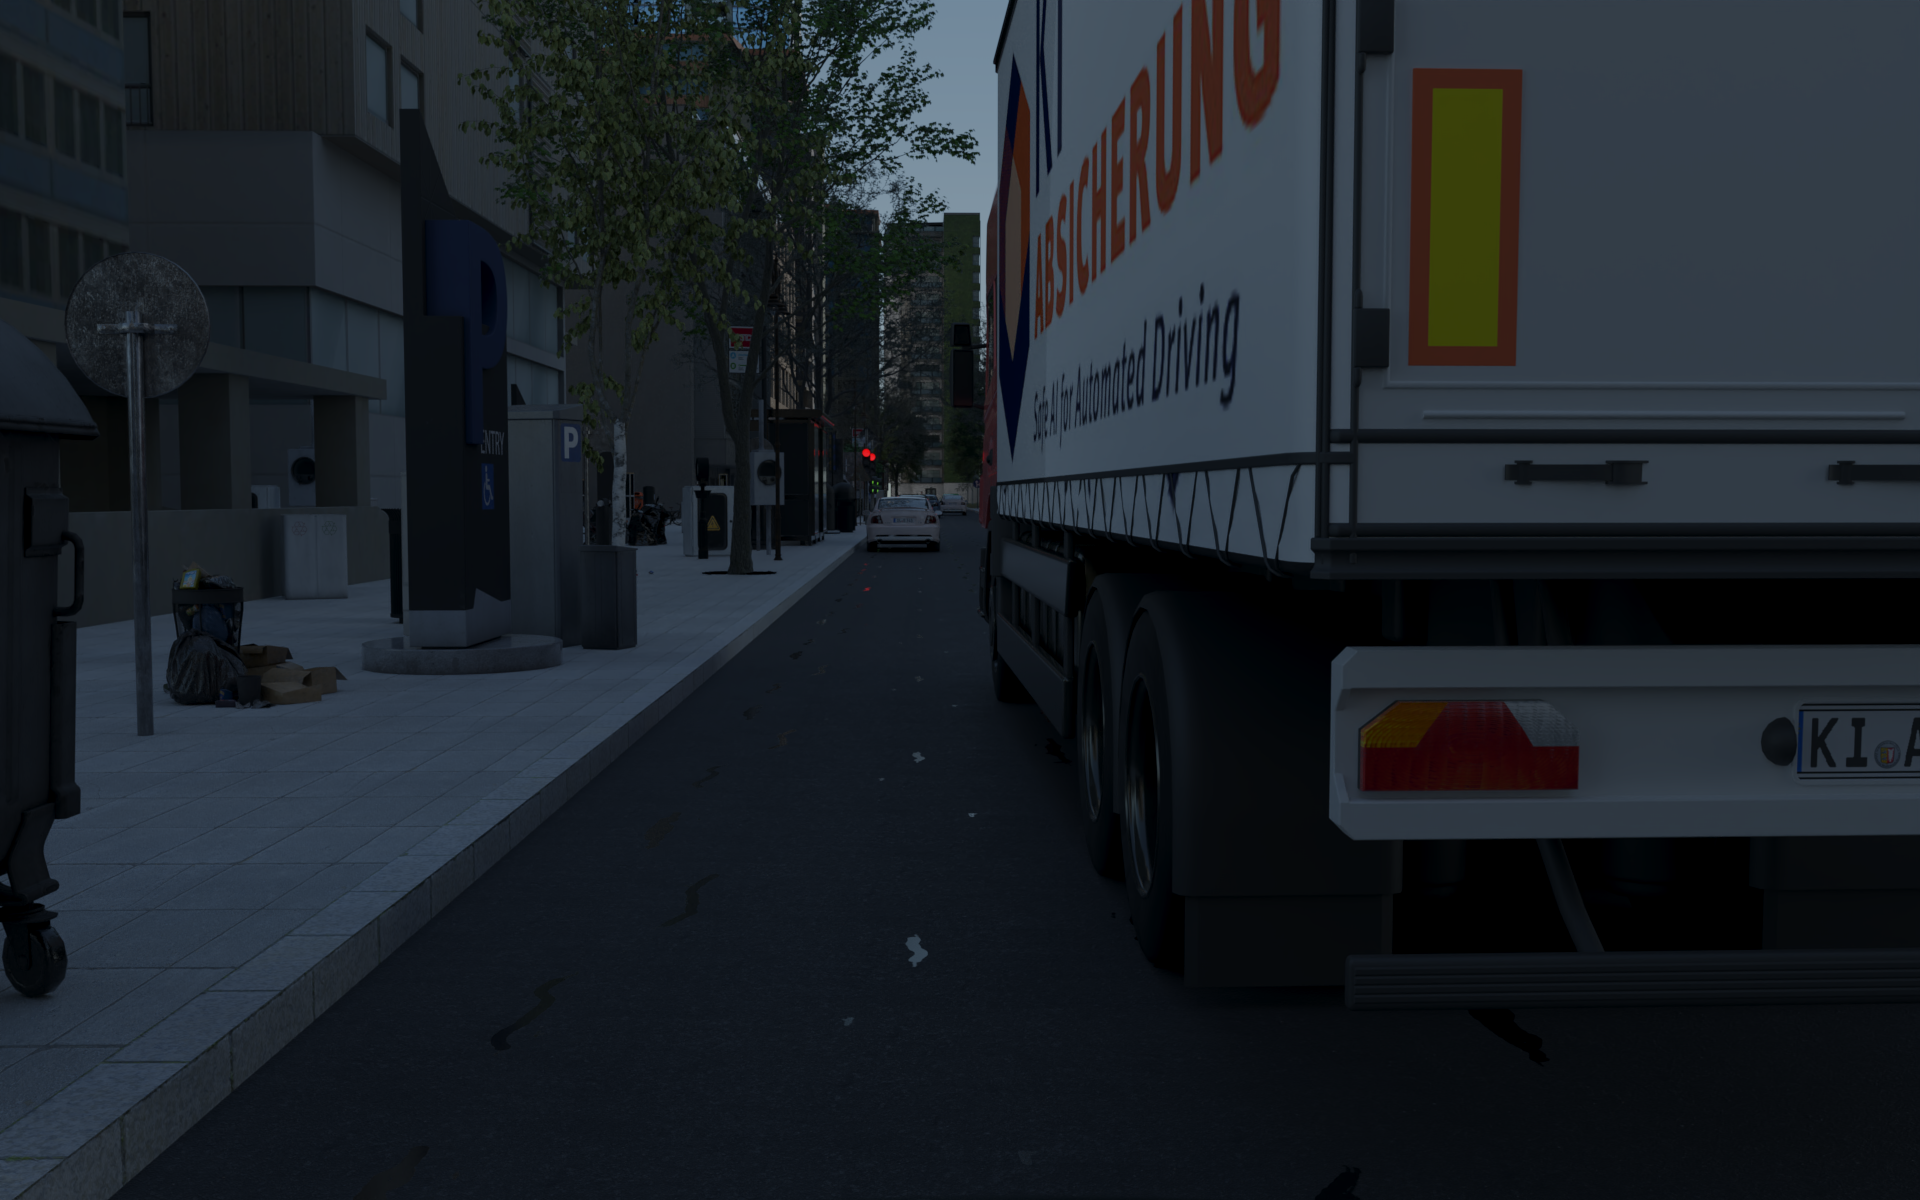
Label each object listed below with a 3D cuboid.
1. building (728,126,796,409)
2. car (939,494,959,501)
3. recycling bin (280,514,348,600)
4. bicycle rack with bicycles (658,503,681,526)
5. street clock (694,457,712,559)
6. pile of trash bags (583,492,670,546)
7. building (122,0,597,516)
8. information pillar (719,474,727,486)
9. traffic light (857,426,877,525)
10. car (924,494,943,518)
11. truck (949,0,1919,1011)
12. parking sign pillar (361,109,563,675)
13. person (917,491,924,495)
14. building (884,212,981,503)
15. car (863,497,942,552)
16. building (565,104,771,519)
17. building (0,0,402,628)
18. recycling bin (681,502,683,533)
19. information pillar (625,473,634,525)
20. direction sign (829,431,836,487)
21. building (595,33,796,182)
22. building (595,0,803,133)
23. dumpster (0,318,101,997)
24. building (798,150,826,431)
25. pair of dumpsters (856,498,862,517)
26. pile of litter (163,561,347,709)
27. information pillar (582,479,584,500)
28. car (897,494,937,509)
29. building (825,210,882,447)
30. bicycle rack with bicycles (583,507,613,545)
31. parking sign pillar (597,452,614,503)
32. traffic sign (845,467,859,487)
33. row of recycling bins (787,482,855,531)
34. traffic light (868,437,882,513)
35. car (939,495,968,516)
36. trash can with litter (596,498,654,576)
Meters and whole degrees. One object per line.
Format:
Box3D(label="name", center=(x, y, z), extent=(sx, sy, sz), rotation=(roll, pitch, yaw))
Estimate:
Box3D(label="building", center=(-23.588, -20.152, 133.999), extent=(19.350, 26.468, 34.151), rotation=(0, 4, -1))
Box3D(label="car", center=(-0.715, -7.944, 138.683), extent=(1.959, 1.807, 4.718), rotation=(0, 4, 0))
Box3D(label="recycling bin", center=(-7.984, -0.541, 21.396), extent=(0.722, 1.027, 0.722), rotation=(-2, 4, -25))
Box3D(label="bicycle rack with bicycles", center=(-11.378, -3.496, 70.536), extent=(2.925, 0.926, 2.852), rotation=(1, 4, 21))
Box3D(label="street clock", center=(-5.076, -1.811, 34.184), extent=(0.358, 2.002, 0.471), rotation=(-1, 4, -14))
Box3D(label="pile of trash bags", center=(-7.786, -2.066, 43.528), extent=(3.447, 1.369, 1.912), rotation=(1, 4, 20))
Box3D(label="building", center=(-25.714, -28.039, 47.674), extent=(27.495, 52.752, 28.713), rotation=(0, 4, -1))
Box3D(label="information pillar", center=(-8.661, -3.602, 63.384), extent=(0.304, 2.012, 0.304), rotation=(0, 4, -6))
Box3D(label="traffic light", center=(-3.850, -5.066, 71.750), extent=(0.839, 4.253, 0.868), rotation=(0, 4, -1))
Box3D(label="car", center=(-2.029, -5.591, 103.416), extent=(2.014, 1.417, 4.499), rotation=(0, 4, 0))
Box3D(label="truck", center=(1.549, -1.203, 8.590), extent=(2.839, 4.237, 11.283), rotation=(0, 4, -3))
Box3D(label="parking sign pillar", center=(-3.722, -1.492, 12.863), extent=(1.447, 3.967, 1.447), rotation=(0, 4, -1))
Box3D(label="person", center=(-3.986, -10.040, 173.459), extent=(0.742, 1.727, 0.445), rotation=(0, 4, 1))
Box3D(label="building", center=(-4.152, -34.837, 253.175), extent=(14.086, 41.232, 14.154), rotation=(0, 4, -1))
Box3D(label="car", center=(-1.475, -1.973, 44.624), extent=(2.083, 1.381, 4.827), rotation=(0, 4, -3))
Box3D(label="building", center=(-19.388, -17.291, 101.778), extent=(14.314, 24.678, 30.058), rotation=(0, 4, -1))
Box3D(label="building", center=(-24.623, -20.020, 19.209), extent=(32.217, 40.220, 23.993), rotation=(0, 4, -1))
Box3D(label="recycling bin", center=(-8.829, -2.736, 57.285), extent=(0.722, 1.027, 0.722), rotation=(0, 4, -5))
Box3D(label="information pillar", center=(-11.490, -3.398, 60.043), extent=(0.304, 2.012, 0.304), rotation=(1, 4, 17))
Box3D(label="direction sign", center=(-4.623, -4.331, 62.806), extent=(0.379, 3.537, 0.876), rotation=(-1, 4, -20))
Box3D(label="building", center=(-26.022, -31.417, 168.290), extent=(22.147, 44.769, 28.867), rotation=(0, 4, -1))
Box3D(label="building", center=(-31.147, -54.895, 210.197), extent=(31.000, 86.520, 22.319), rotation=(0, 4, -1))
Box3D(label="dumpster", center=(-2.860, 0.128, 3.670), extent=(1.264, 1.857, 1.865), rotation=(0, 4, -1))
Box3D(label="building", center=(-22.197, -31.008, 190.577), extent=(14.154, 41.232, 14.086), rotation=(0, 4, -1))
Box3D(label="pair of dumpsters", center=(-6.196, -5.696, 95.627), extent=(1.574, 2.255, 4.437), rotation=(0, 4, -1))
Box3D(label="pile of litter", center=(-4.562, 0.174, 11.127), extent=(1.176, 0.858, 1.719), rotation=(-1, 4, -10))
Box3D(label="information pillar", center=(-19.049, -5.045, 86.971), extent=(0.304, 2.012, 0.304), rotation=(1, 4, 14))
Box3D(label="car", center=(-1.922, -3.651, 69.484), extent=(2.009, 1.686, 4.222), rotation=(0, 4, -2))
Box3D(label="building", center=(-26.106, -36.822, 256.656), extent=(28.867, 44.769, 22.147), rotation=(0, 4, -1))
Box3D(label="bicycle rack with bicycles", center=(-9.771, -1.676, 40.790), extent=(2.925, 0.926, 2.852), rotation=(2, 4, 27))
Box3D(label="parking sign pillar", center=(-16.661, -5.761, 82.657), extent=(1.447, 3.967, 1.447), rotation=(-1, 4, -11))
Box3D(label="traffic sign", center=(-5.081, -5.035, 82.421), extent=(0.768, 2.556, 0.104), rotation=(0, 4, 6))
Box3D(label="row of recycling bins", center=(-5.227, -3.285, 60.828), extent=(3.534, 1.692, 1.069), rotation=(-2, 4, -35))
Box3D(label="traffic light", center=(-4.029, -5.554, 79.733), extent=(0.839, 4.253, 0.868), rotation=(0, 4, -1))
Box3D(label="car", center=(-0.494, -6.399, 116.988), extent=(2.083, 1.381, 4.827), rotation=(0, 4, -1))
Box3D(label="trash can with litter", center=(-5.651, -0.994, 27.313), extent=(1.678, 1.210, 2.233), rotation=(-1, 4, -21))
